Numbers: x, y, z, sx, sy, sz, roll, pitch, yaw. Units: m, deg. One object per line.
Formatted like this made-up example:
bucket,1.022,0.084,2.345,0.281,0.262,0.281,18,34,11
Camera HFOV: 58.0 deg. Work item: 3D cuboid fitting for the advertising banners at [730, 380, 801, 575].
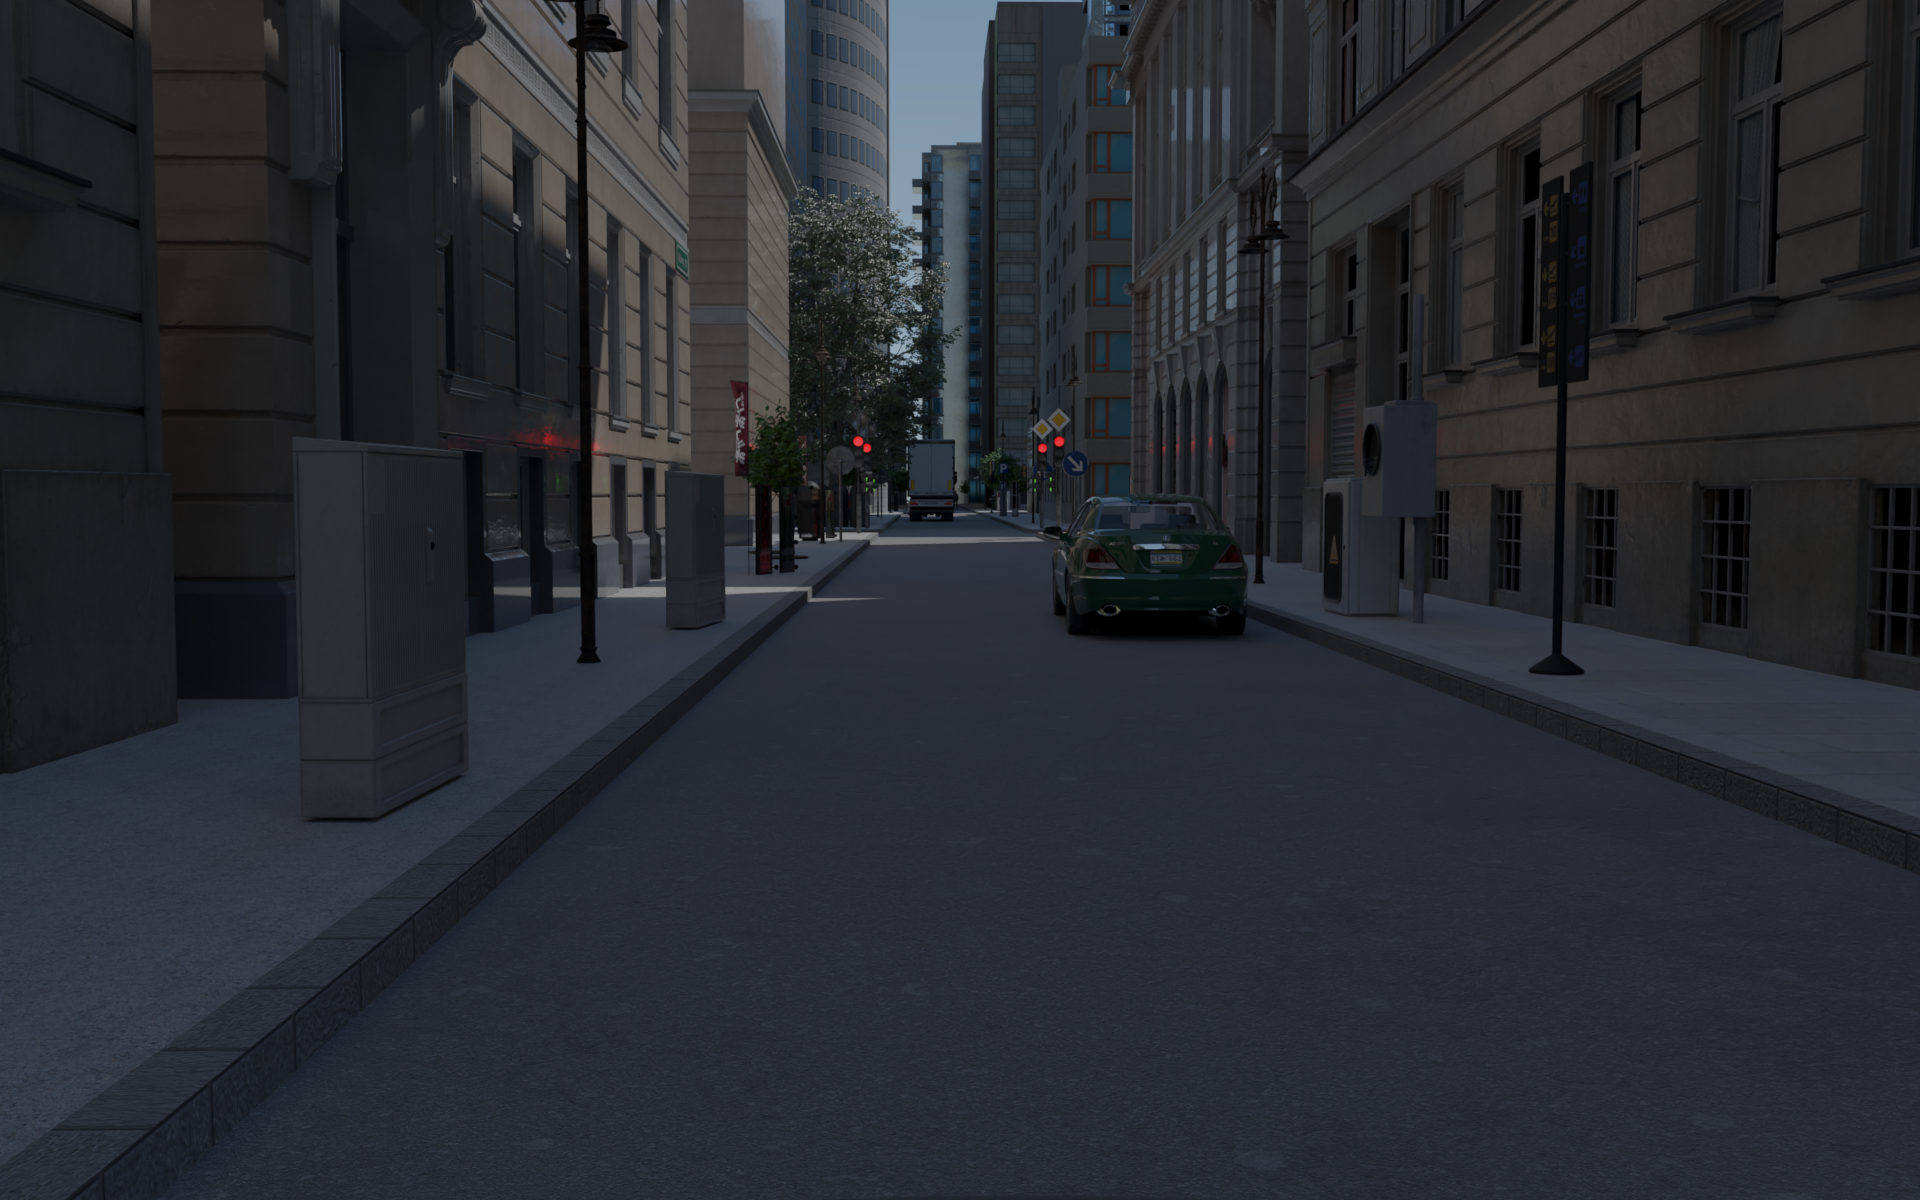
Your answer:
advertising banners,-3.112,-1.919,27.564,0.090,3.025,2.074,2,4,23

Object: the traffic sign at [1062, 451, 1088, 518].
traffic sign,3.411,-3.127,51.236,0.768,2.556,0.104,0,4,5

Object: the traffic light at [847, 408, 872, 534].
traffic light,-3.270,-4.118,56.252,0.839,4.253,0.868,0,4,-1

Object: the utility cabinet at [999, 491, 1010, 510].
utility cabinet,3.495,-7.995,139.393,0.318,1.500,1.173,3,5,42

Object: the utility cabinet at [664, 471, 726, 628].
utility cabinet,-2.557,-0.500,16.859,0.318,1.500,1.173,0,4,6

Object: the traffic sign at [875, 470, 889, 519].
traffic sign,-4.067,-5.478,89.678,0.768,2.556,0.104,0,4,7

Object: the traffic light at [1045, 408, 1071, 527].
traffic light,3.190,-4.127,56.397,0.839,4.253,0.868,0,4,-1

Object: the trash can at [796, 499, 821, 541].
trash can,-4.119,-2.194,47.527,0.748,1.137,0.748,0,3,0

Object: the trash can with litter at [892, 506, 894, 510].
trash can with litter,-5.671,-7.806,139.008,1.055,1.170,0.624,-1,4,-13

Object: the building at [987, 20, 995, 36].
building,9.331,-31.322,162.220,14.600,45.320,14.200,0,4,-1

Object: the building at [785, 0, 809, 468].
building,-14.859,-26.559,84.348,14.600,45.320,14.200,0,4,-1

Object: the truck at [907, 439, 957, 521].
truck,-1.530,-6.438,94.179,2.839,4.237,11.283,0,4,-1

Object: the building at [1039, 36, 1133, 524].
building,19.012,-14.355,79.743,28.899,21.520,27.650,0,4,-1

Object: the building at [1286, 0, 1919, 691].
building,13.386,-11.103,14.820,16.112,22.955,30.059,0,4,-1

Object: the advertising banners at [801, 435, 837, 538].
advertising banners,-4.204,-3.345,50.882,0.090,3.025,2.074,-3,4,-36

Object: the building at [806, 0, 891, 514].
building,-15.601,-35.296,119.090,21.231,58.520,28.212,0,4,-1

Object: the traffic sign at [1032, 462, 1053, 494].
traffic sign,3.135,-4.014,65.727,0.768,2.556,0.104,0,4,7

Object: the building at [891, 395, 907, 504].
building,-22.734,-56.257,232.481,31.000,86.520,22.319,0,4,-1

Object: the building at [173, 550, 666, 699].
building,-10.612,-14.289,19.535,13.634,28.700,20.117,0,4,-1

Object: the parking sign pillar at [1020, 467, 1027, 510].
parking sign pillar,5.453,-9.081,136.945,1.447,3.967,1.447,2,4,29

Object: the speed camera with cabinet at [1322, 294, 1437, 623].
speed camera with cabinet,4.316,-1.444,17.947,0.660,3.252,2.038,0,4,-4

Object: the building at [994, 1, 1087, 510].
building,9.901,-28.419,148.237,14.154,41.232,14.086,0,4,-1

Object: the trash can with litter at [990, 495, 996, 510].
trash can with litter,2.878,-7.734,137.844,0.624,1.170,1.055,3,5,39

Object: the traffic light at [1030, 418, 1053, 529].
traffic light,3.031,-4.615,64.380,0.839,4.253,0.868,0,4,-1

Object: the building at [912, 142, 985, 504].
building,8.783,-37.661,235.370,30.456,49.044,23.786,0,4,-1

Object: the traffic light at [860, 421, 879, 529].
traffic light,-3.429,-4.606,64.236,0.839,4.253,0.868,0,4,-1

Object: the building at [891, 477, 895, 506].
building,-22.955,-29.830,179.605,32.217,40.220,23.993,0,4,-1

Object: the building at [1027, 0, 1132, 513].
building,16.357,-48.647,108.054,22.319,86.520,31.000,0,4,-1

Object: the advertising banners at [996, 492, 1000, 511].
advertising banners,2.956,-8.234,130.820,0.090,3.025,2.074,1,4,14

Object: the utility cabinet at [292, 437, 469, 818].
utility cabinet,-2.396,0.085,7.289,0.318,1.500,1.173,0,4,2

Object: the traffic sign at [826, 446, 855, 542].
traffic sign,-3.174,-2.809,46.038,0.768,2.556,0.104,0,3,0

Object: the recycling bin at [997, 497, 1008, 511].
recycling bin,3.154,-7.108,128.767,0.722,1.027,0.722,0,4,-6

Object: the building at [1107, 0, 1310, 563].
building,11.527,-12.316,43.173,13.314,21.916,24.055,0,4,-1
